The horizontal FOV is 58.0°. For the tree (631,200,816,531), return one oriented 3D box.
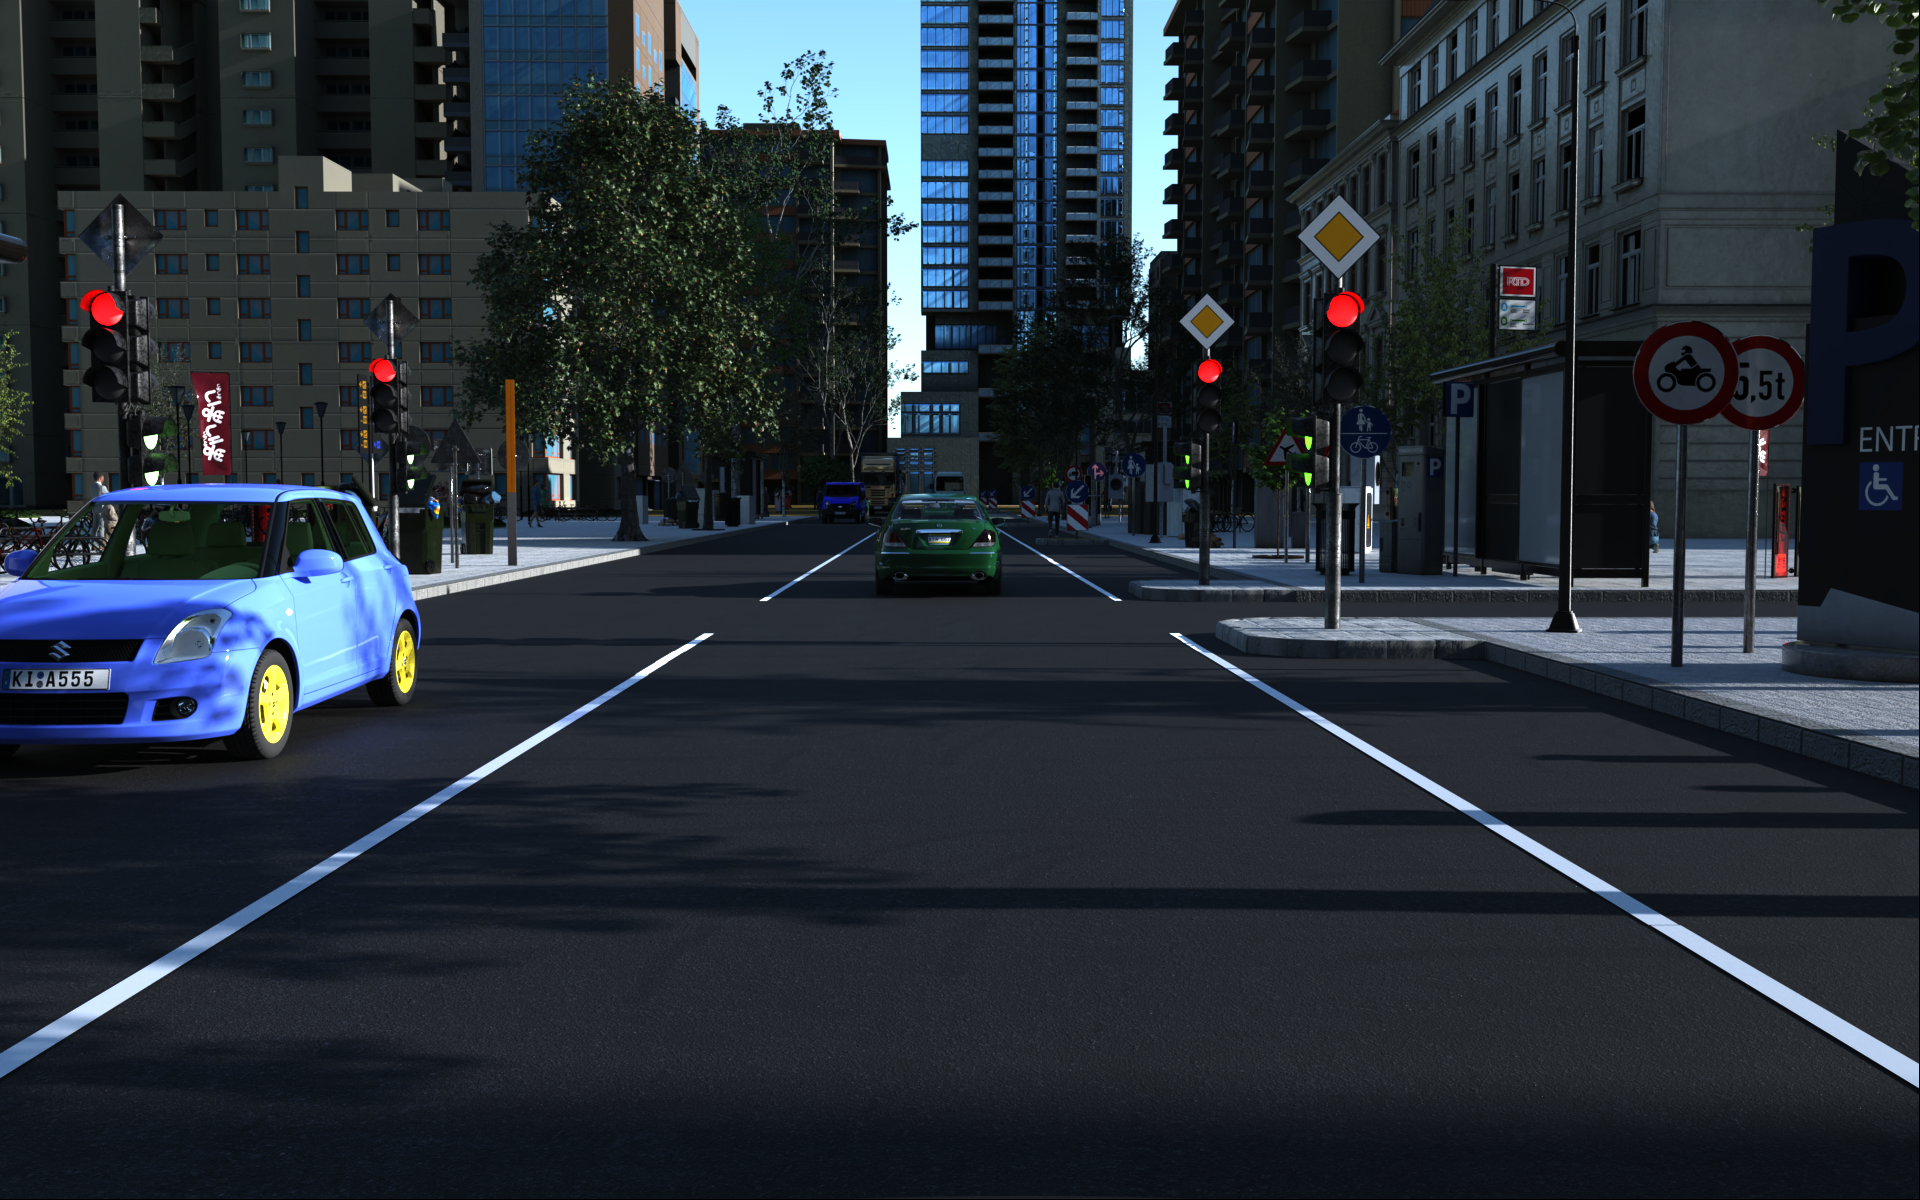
[{"bbox_3d":[-8.737,-8.265,60.887,9.928,11.665,9.643,0,3,0],"label":"tree"}]

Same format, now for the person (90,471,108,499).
[{"bbox_3d":[-19.487,-2.026,39.356,0.511,1.800,0.466,1,4,16],"label":"person"}]

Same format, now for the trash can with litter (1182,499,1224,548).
[{"bbox_3d":[5.835,-1.835,41.392,1.055,1.170,0.624,3,5,42],"label":"trash can with litter"}]

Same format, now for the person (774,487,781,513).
[{"bbox_3d":[-12.542,-6.882,119.235,0.551,1.740,0.621,-2,4,-30],"label":"person"}]

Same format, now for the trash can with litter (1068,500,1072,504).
[{"bbox_3d":[6.652,-5.379,99.326,1.055,1.170,0.624,1,4,9],"label":"trash can with litter"}]

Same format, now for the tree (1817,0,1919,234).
[{"bbox_3d":[6.035,-5.324,5.174,7.486,12.596,7.792,0,3,0],"label":"tree"}]

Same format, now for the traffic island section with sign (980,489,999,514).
[{"bbox_3d":[2.263,-7.197,126.295,1.989,1.847,2.006,0,4,-1],"label":"traffic island section with sign"}]

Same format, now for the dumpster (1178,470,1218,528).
[{"bbox_3d":[9.081,-3.925,66.669,1.502,2.255,1.985,0,4,-1],"label":"dumpster"}]

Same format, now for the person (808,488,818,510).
[{"bbox_3d":[-11.653,-8.224,140.466,1.348,1.831,0.705,0,4,5],"label":"person"}]

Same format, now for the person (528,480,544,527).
[{"bbox_3d":[-16.396,-3.716,66.826,0.654,1.822,0.581,-2,4,-28],"label":"person"}]

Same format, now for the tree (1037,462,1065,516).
[{"bbox_3d":[5.412,-6.633,103.054,1.663,3.219,1.824,0,3,0],"label":"tree"}]

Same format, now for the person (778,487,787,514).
[{"bbox_3d":[-11.534,-6.540,113.062,0.705,1.812,1.348,-3,5,-43],"label":"person"}]

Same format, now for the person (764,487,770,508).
[{"bbox_3d":[-12.823,-6.619,114.819,0.434,1.755,0.990,-1,4,-18],"label":"person"}]

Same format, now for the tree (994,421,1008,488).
[{"bbox_3d":[4.998,-10.991,130.064,4.360,8.622,3.978,0,3,0],"label":"tree"}]

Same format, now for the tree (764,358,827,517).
[{"bbox_3d":[-9.456,-8.840,94.899,4.360,8.622,3.978,0,3,0],"label":"tree"}]

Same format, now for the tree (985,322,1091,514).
[{"bbox_3d":[5.111,-11.913,112.896,7.486,12.596,7.792,0,3,0],"label":"tree"}]

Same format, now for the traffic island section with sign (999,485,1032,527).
[{"bbox_3d":[2.857,-4.148,76.449,1.989,1.847,2.006,0,4,-1],"label":"traffic island section with sign"}]

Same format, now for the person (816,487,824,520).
[{"bbox_3d":[-7.656,-5.297,95.294,0.419,1.800,0.721,3,5,43],"label":"person"}]

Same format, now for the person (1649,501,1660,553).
[{"bbox_3d":[14.857,-1.607,37.815,1.012,1.151,0.738,-3,4,-38],"label":"person"}]

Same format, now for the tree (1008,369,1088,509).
[{"bbox_3d":[5.349,-8.844,94.968,4.360,8.622,3.978,0,3,0],"label":"tree"}]

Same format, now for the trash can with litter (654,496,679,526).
[{"bbox_3d":[-11.300,-3.603,69.963,2.233,1.210,1.678,-1,4,-14],"label":"trash can with litter"}]

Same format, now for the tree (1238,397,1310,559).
[{"bbox_3d":[6.295,-2.452,34.684,1.663,3.219,1.824,0,3,0],"label":"tree"}]

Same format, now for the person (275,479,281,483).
[{"bbox_3d":[-25.019,-3.512,63.562,0.679,1.850,0.850,2,4,27],"label":"person"}]

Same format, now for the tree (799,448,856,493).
[{"bbox_3d":[-9.978,-8.560,123.662,4.285,4.588,4.351,0,3,0],"label":"tree"}]

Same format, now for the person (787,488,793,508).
[{"bbox_3d":[-15.410,-9.242,157.020,0.709,1.838,0.599,2,4,27],"label":"person"}]

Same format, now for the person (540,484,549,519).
[{"bbox_3d":[-21.553,-5.081,89.369,0.600,1.795,0.529,1,4,19],"label":"person"}]

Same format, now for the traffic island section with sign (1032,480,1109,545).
[{"bbox_3d":[3.186,-2.500,49.496,1.989,1.847,2.006,0,4,-1],"label":"traffic island section with sign"}]

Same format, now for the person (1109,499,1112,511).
[{"bbox_3d":[11.513,-7.766,133.106,0.705,1.814,1.350,1,4,18],"label":"person"}]

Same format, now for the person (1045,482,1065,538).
[{"bbox_3d":[3.104,-2.953,56.620,0.661,1.843,0.795,0,4,5],"label":"person"}]

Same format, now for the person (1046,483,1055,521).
[{"bbox_3d":[4.351,-4.727,83.513,0.419,1.800,0.721,-1,4,-10],"label":"person"}]

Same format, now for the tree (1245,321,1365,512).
[{"bbox_3d":[14.844,-7.487,72.781,4.360,8.622,3.978,0,3,0],"label":"tree"}]

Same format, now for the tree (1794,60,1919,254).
[{"bbox_3d":[16.756,-4.861,29.847,4.737,8.622,4.395,0,3,0],"label":"tree"}]

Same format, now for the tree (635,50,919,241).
[{"bbox_3d":[-8.312,-13.295,73.264,12.611,20.169,13.585,0,3,0],"label":"tree"}]

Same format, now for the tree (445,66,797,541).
[{"bbox_3d":[-9.141,-7.947,46.934,9.611,12.733,9.660,0,3,0],"label":"tree"}]

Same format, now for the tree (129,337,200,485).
[{"bbox_3d":[-37.670,-8.046,81.921,4.360,8.622,3.978,0,3,0],"label":"tree"}]

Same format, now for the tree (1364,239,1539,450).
[{"bbox_3d":[14.524,-6.133,50.630,4.360,8.622,3.978,0,3,0],"label":"tree"}]

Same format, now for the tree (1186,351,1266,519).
[{"bbox_3d":[13.935,-8.485,89.084,4.737,8.622,4.395,0,3,0],"label":"tree"}]

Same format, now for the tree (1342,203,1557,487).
[{"bbox_3d":[12.540,-5.724,43.958,4.737,8.622,4.395,0,3,0],"label":"tree"}]

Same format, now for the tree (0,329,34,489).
[{"bbox_3d":[-41.082,-7.498,72.953,4.737,8.622,4.395,0,3,0],"label":"tree"}]

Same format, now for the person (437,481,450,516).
[{"bbox_3d":[-22.358,-4.209,74.841,0.580,1.828,0.573,-2,4,-32],"label":"person"}]

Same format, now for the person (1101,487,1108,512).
[{"bbox_3d":[10.630,-7.345,126.077,0.705,1.831,1.348,-2,4,-35],"label":"person"}]

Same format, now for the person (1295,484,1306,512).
[{"bbox_3d":[16.590,-4.829,84.769,0.755,1.850,0.659,1,4,12],"label":"person"}]

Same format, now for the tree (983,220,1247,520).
[{"bbox_3d":[5.813,-7.600,58.674,8.767,10.594,7.601,-2,4,-23],"label":"tree"}]
